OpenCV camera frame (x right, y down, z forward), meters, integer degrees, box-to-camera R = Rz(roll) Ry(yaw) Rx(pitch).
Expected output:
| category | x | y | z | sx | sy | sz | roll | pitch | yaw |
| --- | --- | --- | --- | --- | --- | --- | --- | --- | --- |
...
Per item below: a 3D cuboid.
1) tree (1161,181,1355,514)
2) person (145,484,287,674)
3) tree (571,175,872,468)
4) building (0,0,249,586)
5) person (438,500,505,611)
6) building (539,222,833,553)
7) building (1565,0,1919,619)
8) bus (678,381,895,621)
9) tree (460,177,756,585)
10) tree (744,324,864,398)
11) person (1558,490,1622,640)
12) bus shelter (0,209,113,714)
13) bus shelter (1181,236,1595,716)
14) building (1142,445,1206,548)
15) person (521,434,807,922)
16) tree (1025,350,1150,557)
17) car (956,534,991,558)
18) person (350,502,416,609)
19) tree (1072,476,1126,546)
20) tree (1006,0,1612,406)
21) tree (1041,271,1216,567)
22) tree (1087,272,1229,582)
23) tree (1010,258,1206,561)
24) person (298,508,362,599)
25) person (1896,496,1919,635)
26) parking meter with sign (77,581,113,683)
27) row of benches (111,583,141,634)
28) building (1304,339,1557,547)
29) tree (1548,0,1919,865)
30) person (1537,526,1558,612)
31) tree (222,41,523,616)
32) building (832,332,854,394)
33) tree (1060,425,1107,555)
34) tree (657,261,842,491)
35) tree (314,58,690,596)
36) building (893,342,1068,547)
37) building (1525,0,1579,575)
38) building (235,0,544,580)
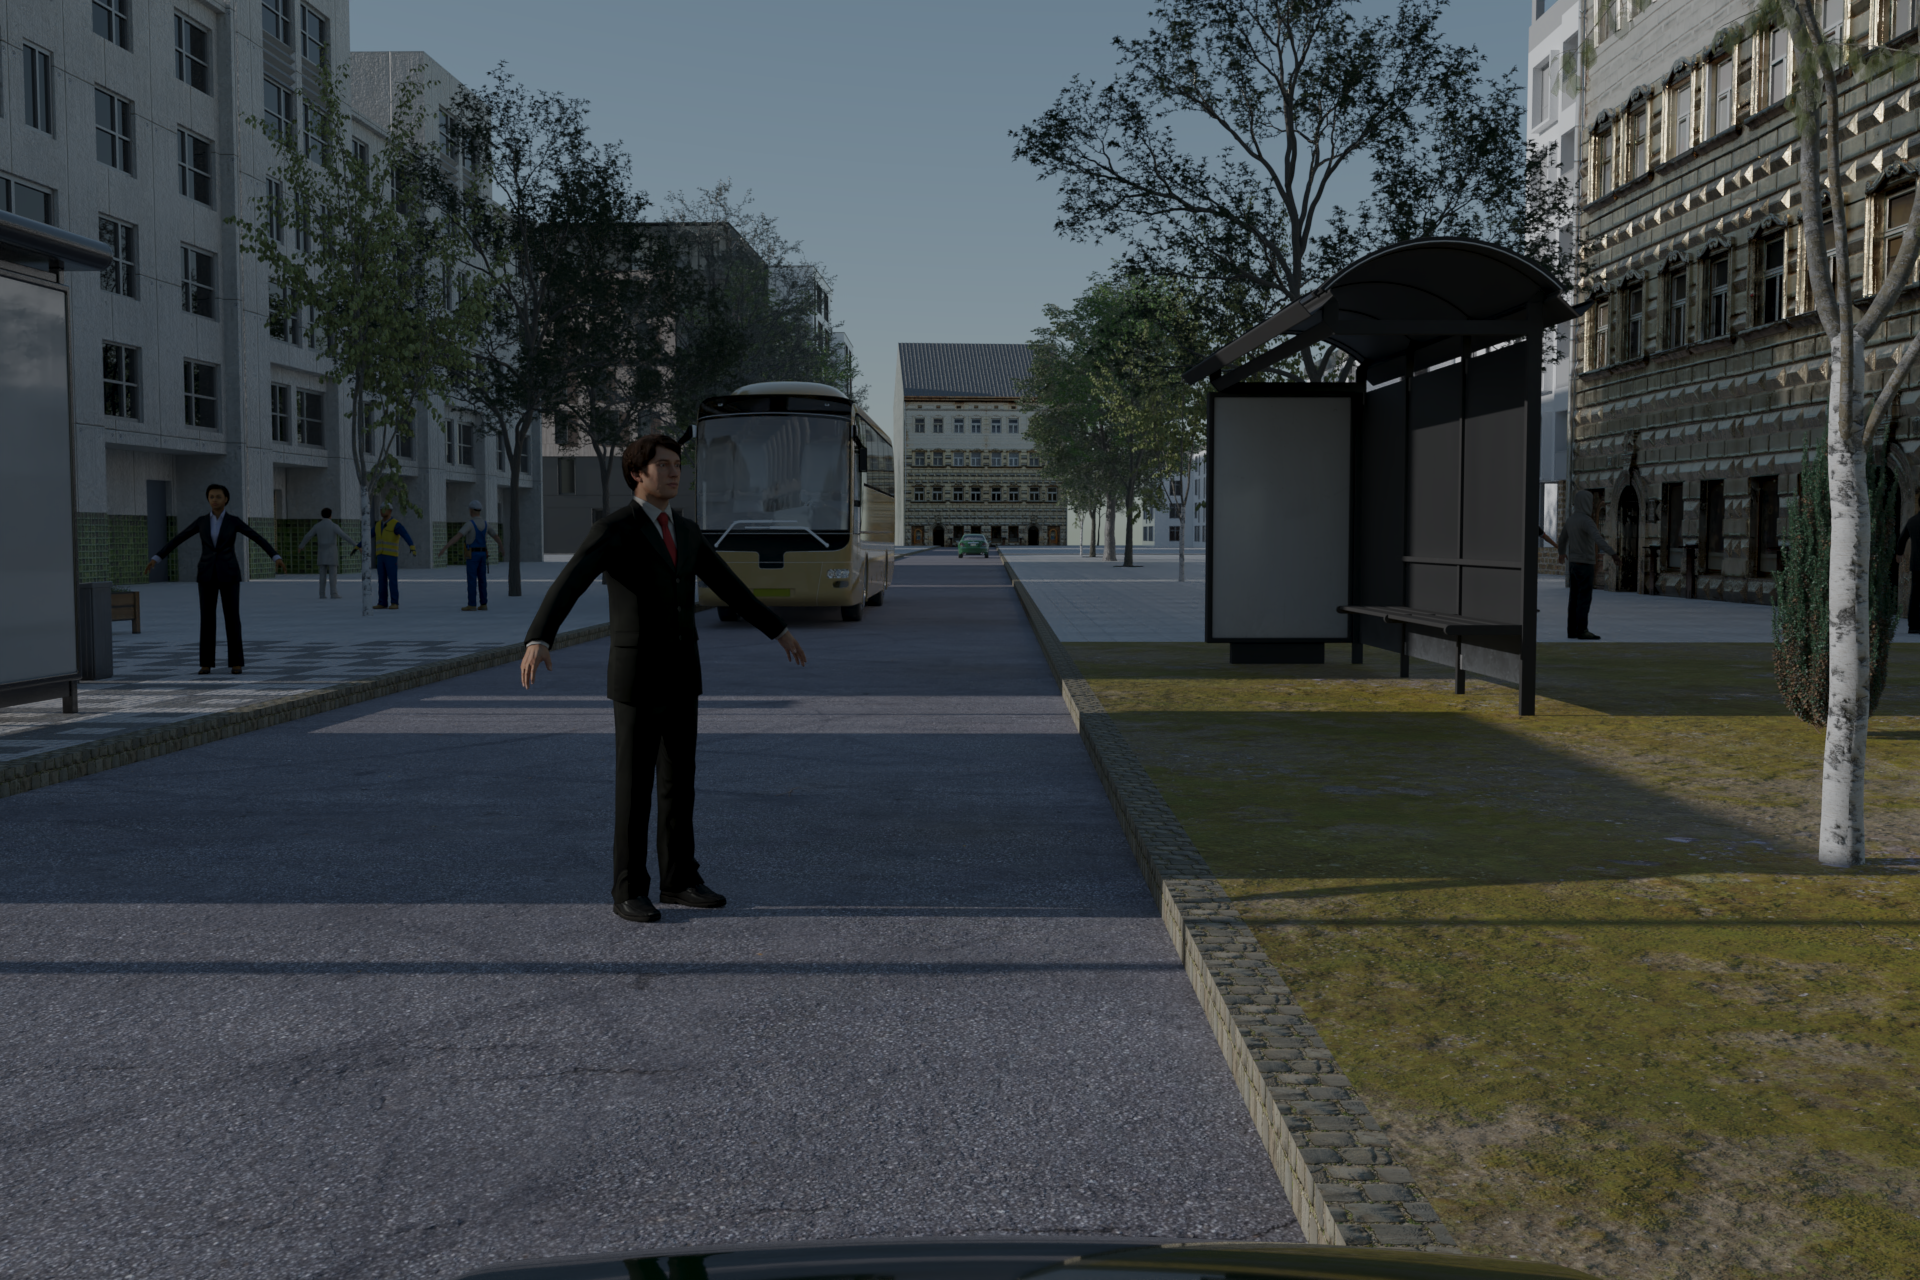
| category | x | y | z | sx | sy | sz | roll | pitch | yaw |
| --- | --- | --- | --- | --- | --- | --- | --- | --- | --- |
| tree | 6.134 | -5.316 | 37.273 | 4.737 | 8.622 | 4.395 | 0 | 3 | 0 |
| person | -6.772 | -0.555 | 15.791 | 1.216 | 1.740 | 0.721 | -1 | 4 | -11 |
| tree | -8.565 | -9.162 | 60.168 | 12.009 | 13.543 | 11.850 | 0 | 3 | 0 |
| building | -27.993 | -10.048 | 30.739 | 16.747 | 18.905 | 31.486 | 0 | 4 | 2 |
| person | -8.123 | -1.416 | 29.014 | 0.705 | 1.847 | 1.347 | 3 | 4 | 36 |
| building | -25.125 | -17.506 | 130.195 | 27.936 | 21.610 | 32.646 | 0 | 4 | 2 |
| building | 23.629 | -12.271 | 31.565 | 19.493 | 23.208 | 18.063 | 0 | 4 | 1 |
| bus | -2.746 | -2.454 | 31.668 | 2.896 | 3.916 | 12.252 | 0 | 4 | 1 |
| tree | -8.813 | -6.703 | 44.014 | 8.767 | 10.594 | 7.601 | 1 | 4 | 22 |
| tree | -8.201 | -9.808 | 86.110 | 9.928 | 11.665 | 9.643 | 0 | 3 | 0 |
| person | 7.614 | -0.918 | 21.132 | 0.705 | 1.813 | 1.348 | -1 | 4 | -10 |
| bus shelter | -7.277 | -1.860 | 8.041 | 2.179 | 5.291 | 8.768 | 0 | 4 | 2 |
| bus shelter | 3.253 | -1.263 | 14.567 | 2.014 | 3.302 | 5.546 | 0 | 4 | -1 |
| building | 23.427 | -13.880 | 169.079 | 9.099 | 9.664 | 28.070 | 0 | 4 | 1 |
| person | -1.133 | 0.128 | 6.557 | 0.705 | 1.806 | 1.347 | 3 | 5 | 40 |
| tree | 7.324 | -10.351 | 94.993 | 9.928 | 11.665 | 9.643 | 0 | 3 | 0 |
| car | 0.821 | -5.637 | 103.968 | 2.131 | 1.459 | 4.920 | 0 | 4 | 1 |
| person | -9.802 | -1.444 | 29.579 | 1.349 | 1.833 | 0.705 | 1 | 4 | 21 |
| tree | 15.562 | -15.678 | 190.743 | 7.601 | 10.594 | 8.767 | 0 | 4 | 5 |
| tree | 5.162 | -5.483 | 24.055 | 8.767 | 10.594 | 7.601 | -1 | 4 | -20 |
| tree | 6.663 | -8.639 | 67.001 | 9.928 | 11.665 | 9.643 | 0 | 3 | 0 |
| tree | 5.862 | -5.900 | 46.831 | 4.737 | 8.622 | 4.395 | 0 | 3 | 0 |
| tree | 7.141 | -10.722 | 81.957 | 9.857 | 13.997 | 8.962 | 0 | 3 | 0 |
| person | -12.580 | -1.732 | 34.501 | 1.347 | 1.806 | 0.705 | 0 | 4 | 7 |
| person | 12.354 | -0.974 | 22.142 | 0.704 | 1.802 | 1.346 | 0 | 4 | -5 |
| parking meter with sign | -7.761 | -1.117 | 14.524 | 0.543 | 3.016 | 1.738 | 0 | 4 | 0 |
| row of benches | -11.296 | -0.311 | 20.547 | 1.422 | 0.672 | 4.104 | 1 | 4 | 14 |
| building | 21.604 | -8.033 | 73.482 | 9.099 | 9.664 | 28.070 | 0 | 4 | 1 |
| tree | 3.639 | -3.443 | 6.660 | 4.360 | 8.622 | 3.978 | 0 | 3 | 0 |
| person | 9.278 | -1.360 | 28.382 | 1.345 | 1.843 | 0.704 | -1 | 4 | -16 |
| tree | -9.071 | -4.687 | 26.998 | 4.737 | 8.622 | 4.395 | 0 | 3 | 0 |
| building | -25.624 | -20.135 | 173.175 | 27.936 | 21.610 | 32.646 | 0 | 4 | 0 |
| tree | 7.075 | -9.368 | 103.536 | 4.360 | 8.622 | 3.978 | 0 | 3 | 0 |
| tree | -8.748 | -9.434 | 72.378 | 7.486 | 12.596 | 7.792 | 0 | 3 | 0 |
| tree | -9.277 | -6.157 | 35.082 | 8.767 | 10.594 | 7.601 | 1 | 4 | 11 |
| building | 1.955 | -22.325 | 198.397 | 18.063 | 23.208 | 19.493 | 0 | 4 | -6 |
| building | 23.589 | -12.149 | 55.056 | 16.016 | 20.090 | 11.380 | 0 | 4 | 1 |
| building | -27.956 | -12.082 | 63.992 | 16.747 | 18.905 | 31.486 | 0 | 4 | 1 |
